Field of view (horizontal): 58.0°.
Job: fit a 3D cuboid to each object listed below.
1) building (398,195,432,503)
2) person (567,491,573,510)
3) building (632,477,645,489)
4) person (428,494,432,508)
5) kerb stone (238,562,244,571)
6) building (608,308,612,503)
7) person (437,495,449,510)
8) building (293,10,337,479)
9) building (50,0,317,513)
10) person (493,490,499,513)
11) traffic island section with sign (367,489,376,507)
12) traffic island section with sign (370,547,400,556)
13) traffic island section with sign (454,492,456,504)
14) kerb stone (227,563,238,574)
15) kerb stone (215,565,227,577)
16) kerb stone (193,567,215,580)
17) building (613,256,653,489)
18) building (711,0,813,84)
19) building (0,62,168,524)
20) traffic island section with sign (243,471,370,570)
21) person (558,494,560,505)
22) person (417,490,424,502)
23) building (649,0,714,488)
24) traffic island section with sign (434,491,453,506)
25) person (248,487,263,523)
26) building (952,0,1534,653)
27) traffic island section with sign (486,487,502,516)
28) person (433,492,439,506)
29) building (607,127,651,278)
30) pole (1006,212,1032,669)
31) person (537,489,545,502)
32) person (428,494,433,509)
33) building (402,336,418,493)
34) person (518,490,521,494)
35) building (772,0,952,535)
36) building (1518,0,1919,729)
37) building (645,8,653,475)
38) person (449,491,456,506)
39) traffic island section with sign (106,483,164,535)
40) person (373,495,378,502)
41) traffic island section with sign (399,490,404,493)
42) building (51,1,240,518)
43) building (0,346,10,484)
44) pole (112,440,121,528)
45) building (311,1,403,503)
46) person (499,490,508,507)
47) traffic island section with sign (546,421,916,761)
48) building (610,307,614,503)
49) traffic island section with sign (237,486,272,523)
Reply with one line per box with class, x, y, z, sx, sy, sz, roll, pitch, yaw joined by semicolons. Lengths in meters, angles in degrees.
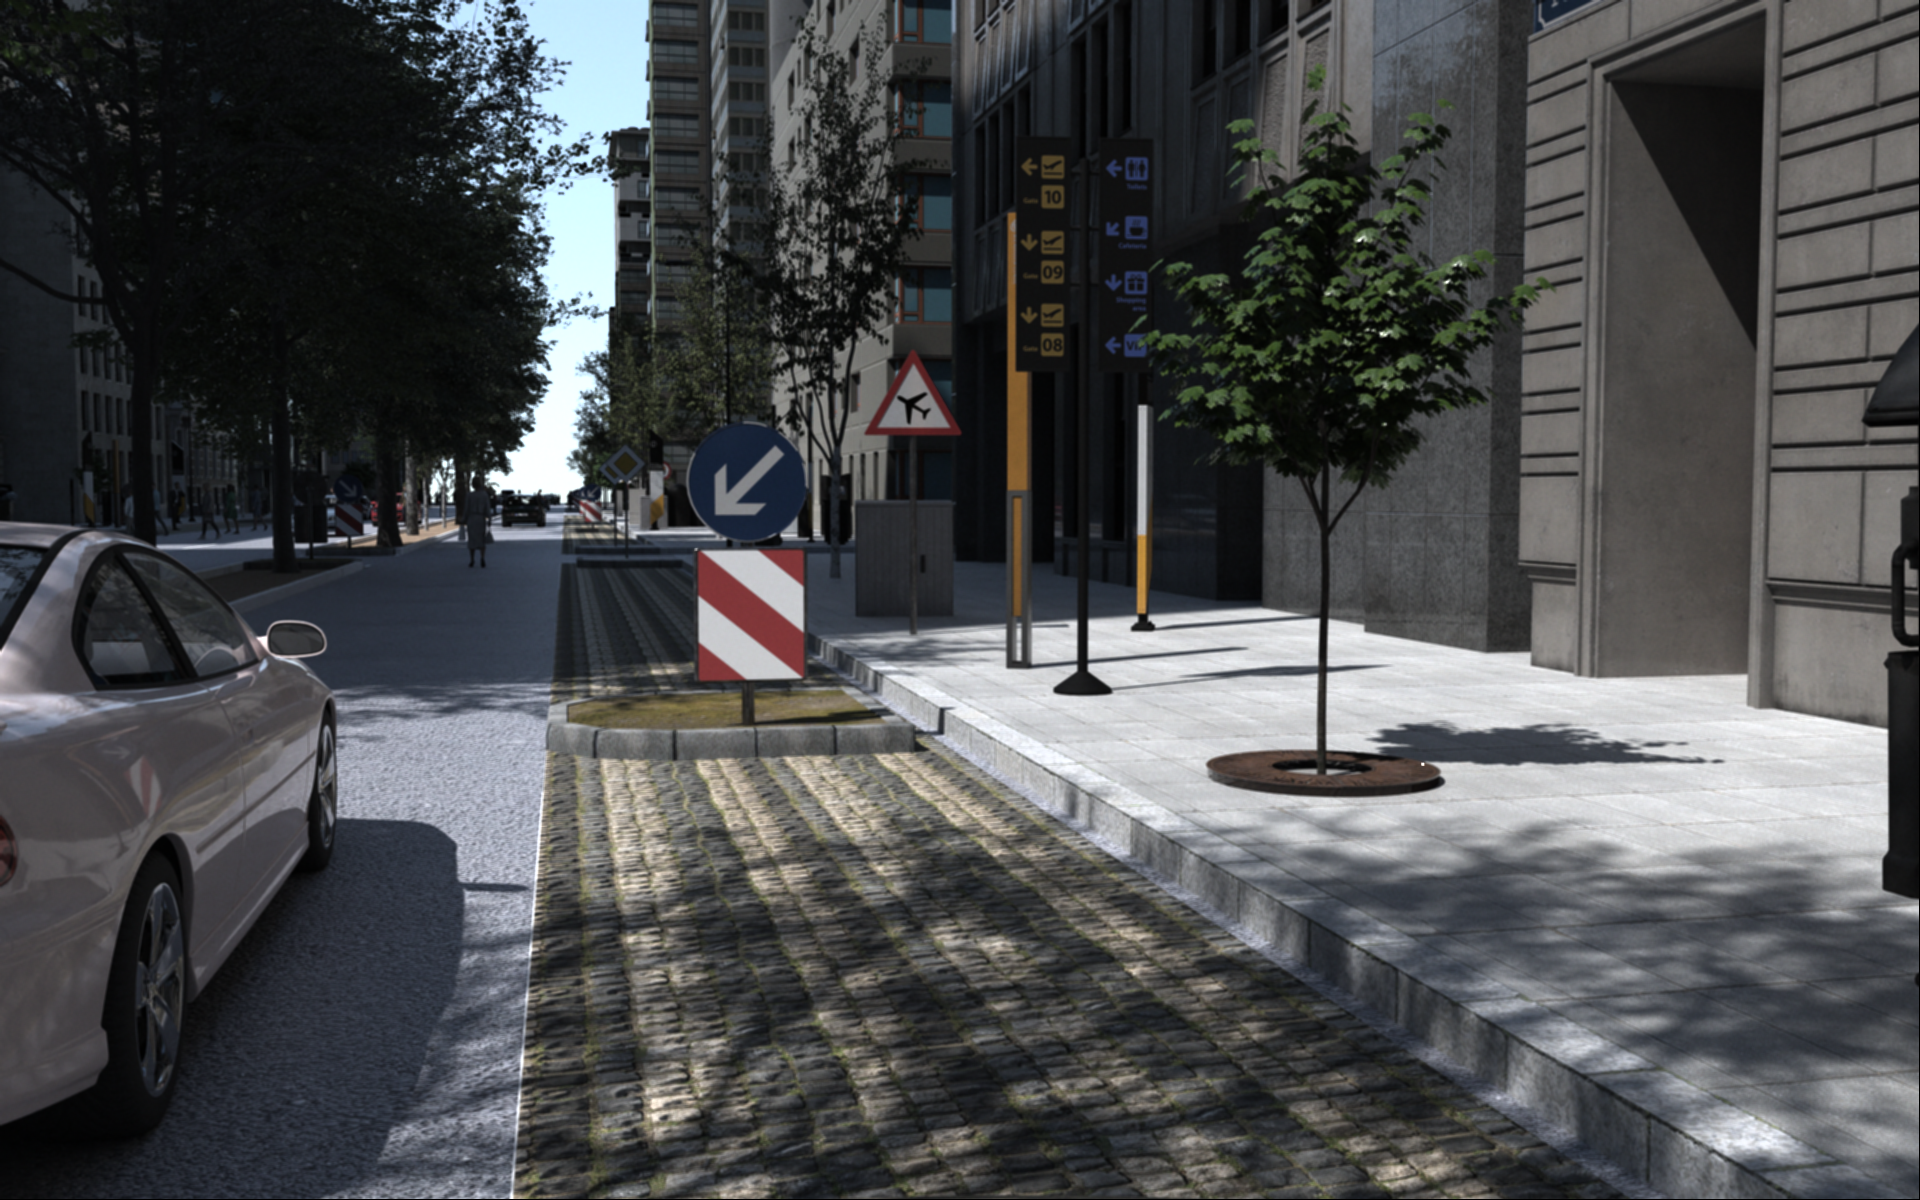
building;-85.923;-37.018;255.346;14.600;45.320;14.200;-1;4;-13
person;-33.522;-8.532;148.909;0.541;1.710;0.530;-2;4;-34
building;-17.613;-29.833;179.657;32.217;40.220;23.993;-1;4;-13
person;-56.050;-10.464;182.778;0.628;1.438;0.799;-1;4;-9
kerb stone;-13.384;-0.602;32.050;0.120;0.150;1.000;-1;4;-13
building;-46.929;-30.297;267.057;14.160;30.474;14.107;-1;4;-13
person;-38.461;-7.316;128.944;1.217;1.723;0.721;2;4;29
building;-67.745;-30.429;152.138;22.147;44.769;28.867;-1;4;-13
building;-60.006;-30.813;123.401;23.786;49.044;30.456;-1;4;-13
person;-34.217;-7.249;127.734;0.721;1.743;1.217;-2;4;-29
traffic island section with sign;-46.276;-7.804;136.226;1.989;1.847;2.006;-1;4;-13
traffic island section with sign;-14.298;-1.995;40.751;2.006;1.907;1.989;-1;4;-13
traffic island section with sign;-70.299;-14.255;241.697;1.989;1.847;2.006;-1;4;-13
kerb stone;-13.143;-0.539;31.056;0.120;0.150;1.000;-1;4;-13
kerb stone;-12.926;-0.479;30.057;0.120;0.150;1.000;-1;4;-13
kerb stone;-12.697;-0.419;29.054;0.120;0.150;1.000;-1;4;-13
building;-34.641;-26.952;212.373;14.160;30.474;14.107;-1;4;-13
building;-2.577;-25.453;108.039;32.217;40.220;23.993;-1;4;-13
building;-44.832;-13.841;81.055;10.420;20.320;16.860;-1;4;-13
traffic island section with sign;-12.663;-1.553;33.525;2.006;1.907;1.989;-1;4;-13
person;-53.858;-13.514;232.717;0.557;1.426;1.065;-1;4;-10
person;-47.274;-8.738;151.396;1.348;1.821;0.705;1;4;14
building;-15.927;-27.227;128.763;14.154;41.232;14.086;-1;4;-13
traffic island section with sign;-64.288;-12.641;215.311;1.989;1.847;2.006;-1;4;-13
person;-34.640;-4.687;85.233;0.694;1.812;0.767;0;4;-4
building;7.901;-12.611;24.220;12.078;24.808;19.932;-1;4;-13
traffic island section with sign;-30.987;-6.476;114.019;2.006;1.907;1.989;-1;4;-13
person;-62.000;-11.998;205.391;1.217;1.736;0.721;1;4;17
building;-35.244;-40.269;247.640;28.713;52.752;27.495;-1;4;-13
pole;0.436;-1.153;12.687;0.158;3.312;0.155;0;3;0
person;-28.864;-6.752;119.351;0.568;1.767;0.683;-1;4;-12
person;-52.460;-9.767;171.442;1.065;1.426;0.557;-3;4;-36
building;-79.579;-27.921;228.216;14.160;30.474;14.107;-1;4;-13
person;-29.718;-6.584;116.965;1.217;1.723;0.721;0;4;2
building;9.217;-13.349;63.298;28.899;21.520;27.650;-1;4;-13
building;11.252;-10.258;3.870;11.583;22.565;21.152;-1;4;-13
building;-15.716;-32.524;151.368;23.786;49.044;30.456;-1;4;-13
person;-62.270;-12.533;213.371;1.348;1.831;0.705;-1;4;-23
traffic island section with sign;-29.071;-3.181;60.642;1.989;1.847;2.006;-1;4;-13
person;-47.983;-8.121;141.968;0.721;1.739;1.217;1;4;8
traffic island section with sign;-52.264;-9.412;162.510;1.989;1.847;2.006;-1;4;-13
building;-50.079;-19.169;99.322;13.634;28.700;20.117;-1;4;-13
building;-41.502;-14.411;54.707;14.460;24.649;34.723;-1;4;-13
pole;-31.809;-4.372;65.326;0.158;3.312;0.155;0;3;0
building;-78.920;-40.589;205.628;21.231;58.520;28.212;-1;4;-13
person;-34.745;-7.528;132.368;0.721;1.735;1.217;3;4;37
traffic island section with sign;-1.432;-0.098;10.234;1.989;1.847;2.006;-1;4;-13
building;-37.822;-27.791;226.091;14.160;30.474;14.107;-1;4;-13
traffic island section with sign;-35.062;-4.789;86.926;1.989;1.847;2.006;-1;4;-13
